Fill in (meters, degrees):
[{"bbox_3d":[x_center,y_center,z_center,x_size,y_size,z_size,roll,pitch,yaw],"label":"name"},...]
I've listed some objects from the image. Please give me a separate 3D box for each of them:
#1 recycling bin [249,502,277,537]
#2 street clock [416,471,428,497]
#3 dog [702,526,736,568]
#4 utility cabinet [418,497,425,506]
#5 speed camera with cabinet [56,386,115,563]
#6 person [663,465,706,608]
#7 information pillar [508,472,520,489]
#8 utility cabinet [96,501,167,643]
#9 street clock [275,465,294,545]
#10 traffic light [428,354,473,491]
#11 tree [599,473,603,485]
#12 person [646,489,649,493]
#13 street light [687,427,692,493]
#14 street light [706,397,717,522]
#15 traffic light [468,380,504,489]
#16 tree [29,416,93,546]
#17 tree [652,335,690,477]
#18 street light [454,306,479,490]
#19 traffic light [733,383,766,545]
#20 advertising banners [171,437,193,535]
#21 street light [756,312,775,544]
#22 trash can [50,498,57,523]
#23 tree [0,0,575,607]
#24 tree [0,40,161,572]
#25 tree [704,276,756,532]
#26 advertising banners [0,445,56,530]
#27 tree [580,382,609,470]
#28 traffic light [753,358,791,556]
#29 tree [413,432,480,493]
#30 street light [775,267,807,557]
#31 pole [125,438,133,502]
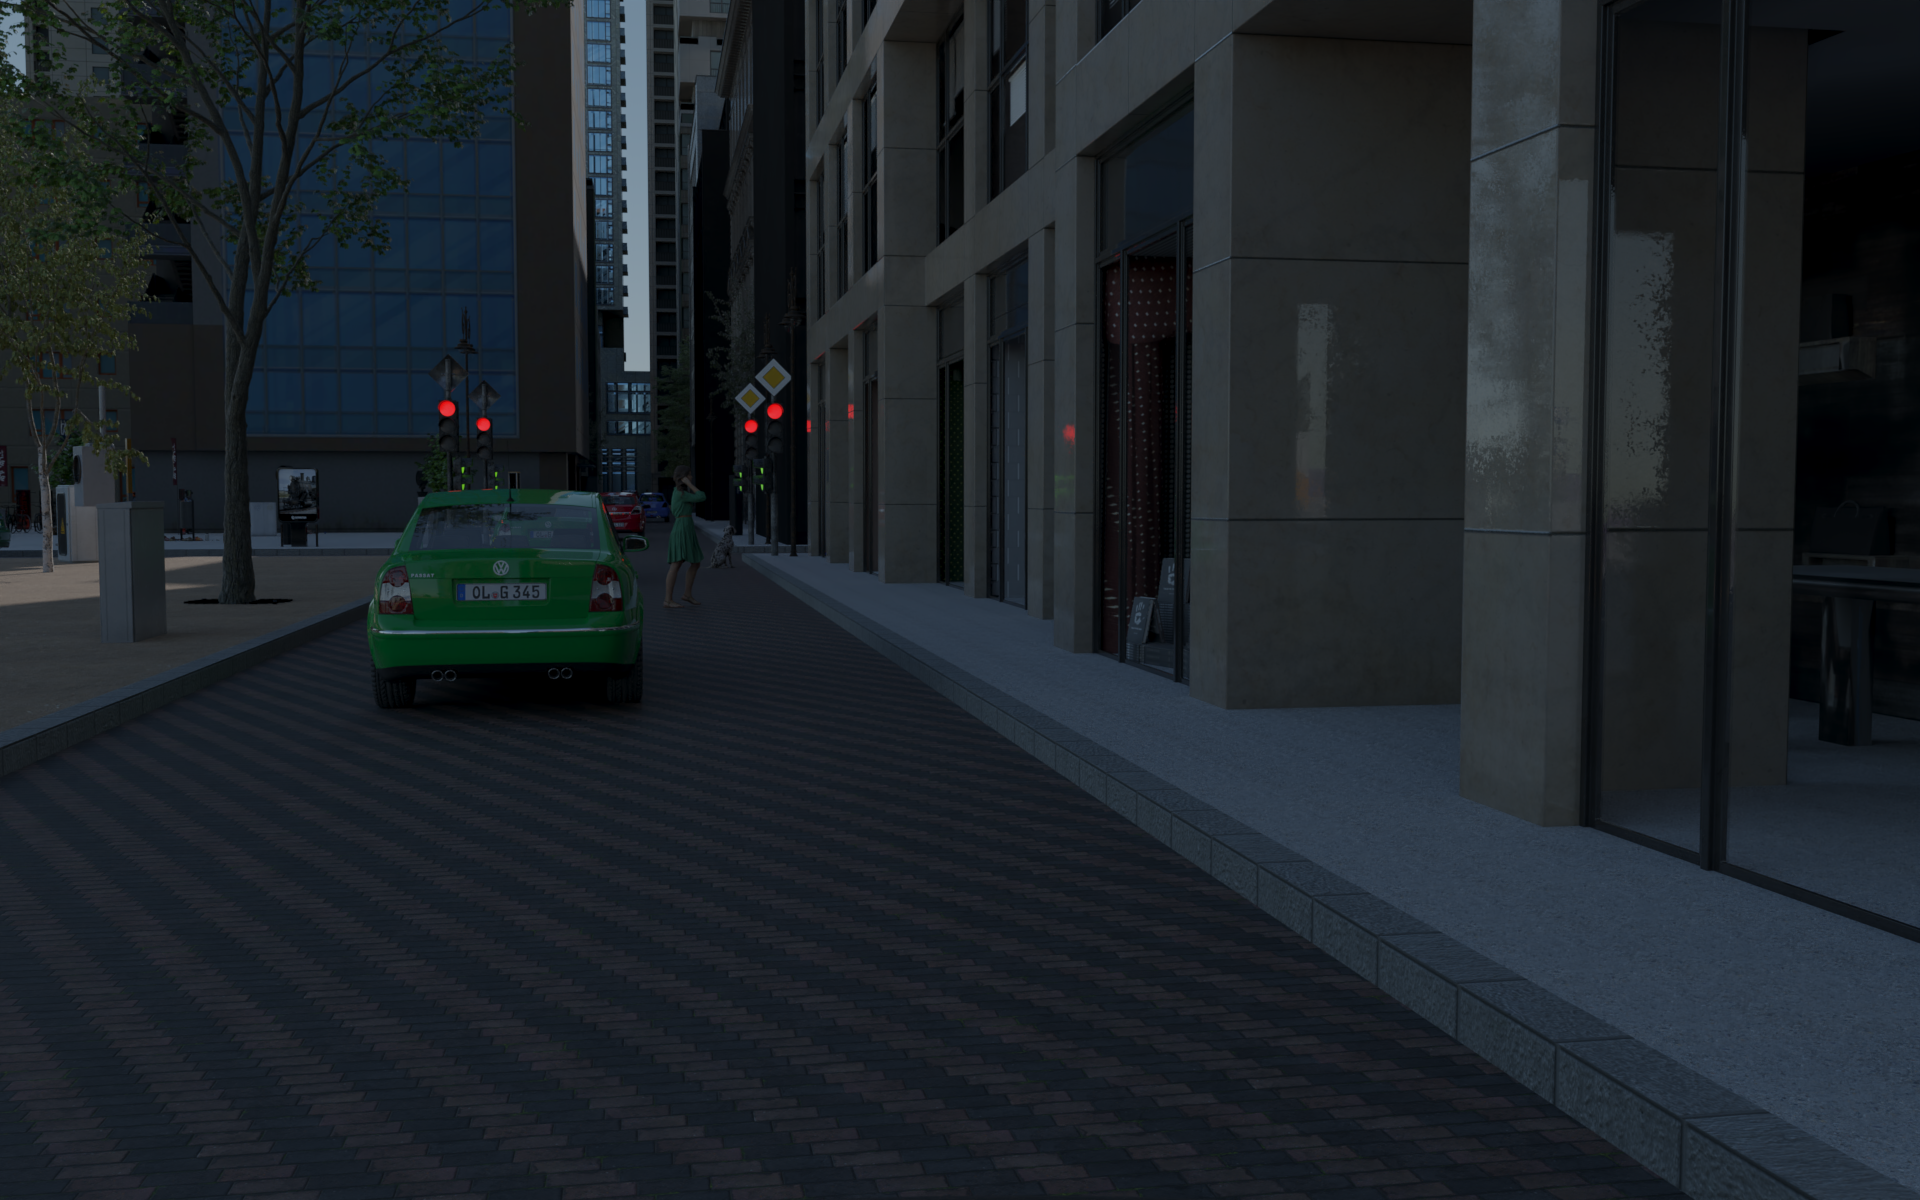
[{"bbox_3d":[-21.250,-2.457,52.733,0.722,1.027,0.722,-2,4,-30],"label":"recycling bin"},{"bbox_3d":[-16.566,-2.985,53.383,0.358,2.002,0.471,-3,5,-39],"label":"street clock"},{"bbox_3d":[-4.727,-1.027,33.632,0.800,0.831,0.513,-1,4,-12],"label":"dog"},{"bbox_3d":[-13.521,-2.032,44.385,0.306,1.237,1.020,1,4,9],"label":"utility cabinet"},{"bbox_3d":[-16.264,-2.314,32.165,0.660,3.252,2.038,-3,5,-39],"label":"speed camera with cabinet"},{"bbox_3d":[-3.523,-0.806,21.932,0.529,1.795,0.600,-2,4,-25],"label":"person"},{"bbox_3d":[-14.755,-3.236,57.394,0.304,2.012,0.304,0,4,6],"label":"information pillar"},{"bbox_3d":[-7.357,-0.259,15.393,0.306,1.237,1.020,-1,4,-10],"label":"utility cabinet"},{"bbox_3d":[-17.003,-2.396,43.739,0.471,2.002,0.358,1,4,19],"label":"street clock"},{"bbox_3d":[-10.230,-2.805,34.783,0.839,4.253,0.868,-1,4,-10],"label":"traffic light"},{"bbox_3d":[-35.093,-10.911,162.107,4.285,4.588,4.351,0,3,0],"label":"tree"},{"bbox_3d":[-26.486,-8.462,146.833,0.705,1.826,1.348,2,4,24],"label":"person"},{"bbox_3d":[-18.284,-8.850,117.482,0.468,5.910,1.993,-1,4,-10],"label":"street light"},{"bbox_3d":[-11.559,-6.599,80.684,0.468,5.910,1.993,-1,4,-10],"label":"street light"},{"bbox_3d":[-11.667,-3.285,42.639,0.839,4.253,0.868,-1,4,-10],"label":"traffic light"},{"bbox_3d":[-22.036,-2.974,43.222,1.663,3.219,1.824,0,3,0],"label":"tree"},{"bbox_3d":[-18.225,-12.546,123.255,7.486,12.596,7.792,0,3,0],"label":"tree"},{"bbox_3d":[-12.162,-4.282,42.797,0.468,5.910,1.993,-1,4,-10],"label":"street light"},{"bbox_3d":[-5.313,-3.357,43.813,0.839,4.253,0.868,-1,4,-10],"label":"traffic light"},{"bbox_3d":[-24.481,-3.566,54.495,0.090,3.025,2.074,-1,4,-8],"label":"advertising banners"},{"bbox_3d":[-4.920,-4.372,44.266,0.468,5.910,1.993,-1,4,-10],"label":"street light"},{"bbox_3d":[-32.233,-3.065,61.764,0.748,1.137,0.748,0,3,0],"label":"trash can"},{"bbox_3d":[-8.313,-5.766,20.035,9.928,11.665,9.643,0,3,0],"label":"tree"},{"bbox_3d":[-14.877,-4.745,27.943,4.737,8.622,4.395,0,3,0],"label":"tree"},{"bbox_3d":[-6.763,-6.612,58.470,4.360,8.622,3.978,0,3,0],"label":"tree"},{"bbox_3d":[-33.826,-4.061,62.579,2.074,3.025,0.090,-3,5,-43],"label":"advertising banners"},{"bbox_3d":[-24.823,-9.858,111.542,4.360,8.622,3.978,0,3,0],"label":"tree"},{"bbox_3d":[-3.876,-2.877,35.958,0.839,4.253,0.868,-1,4,-10],"label":"traffic light"},{"bbox_3d":[-14.066,-3.221,47.272,1.663,3.219,1.824,0,3,0],"label":"tree"},{"bbox_3d":[-3.423,-3.833,35.454,0.468,5.910,1.993,-1,4,-10],"label":"street light"},{"bbox_3d":[-30.492,-4.265,63.576,0.158,3.312,0.155,0,3,0],"label":"pole"}]
